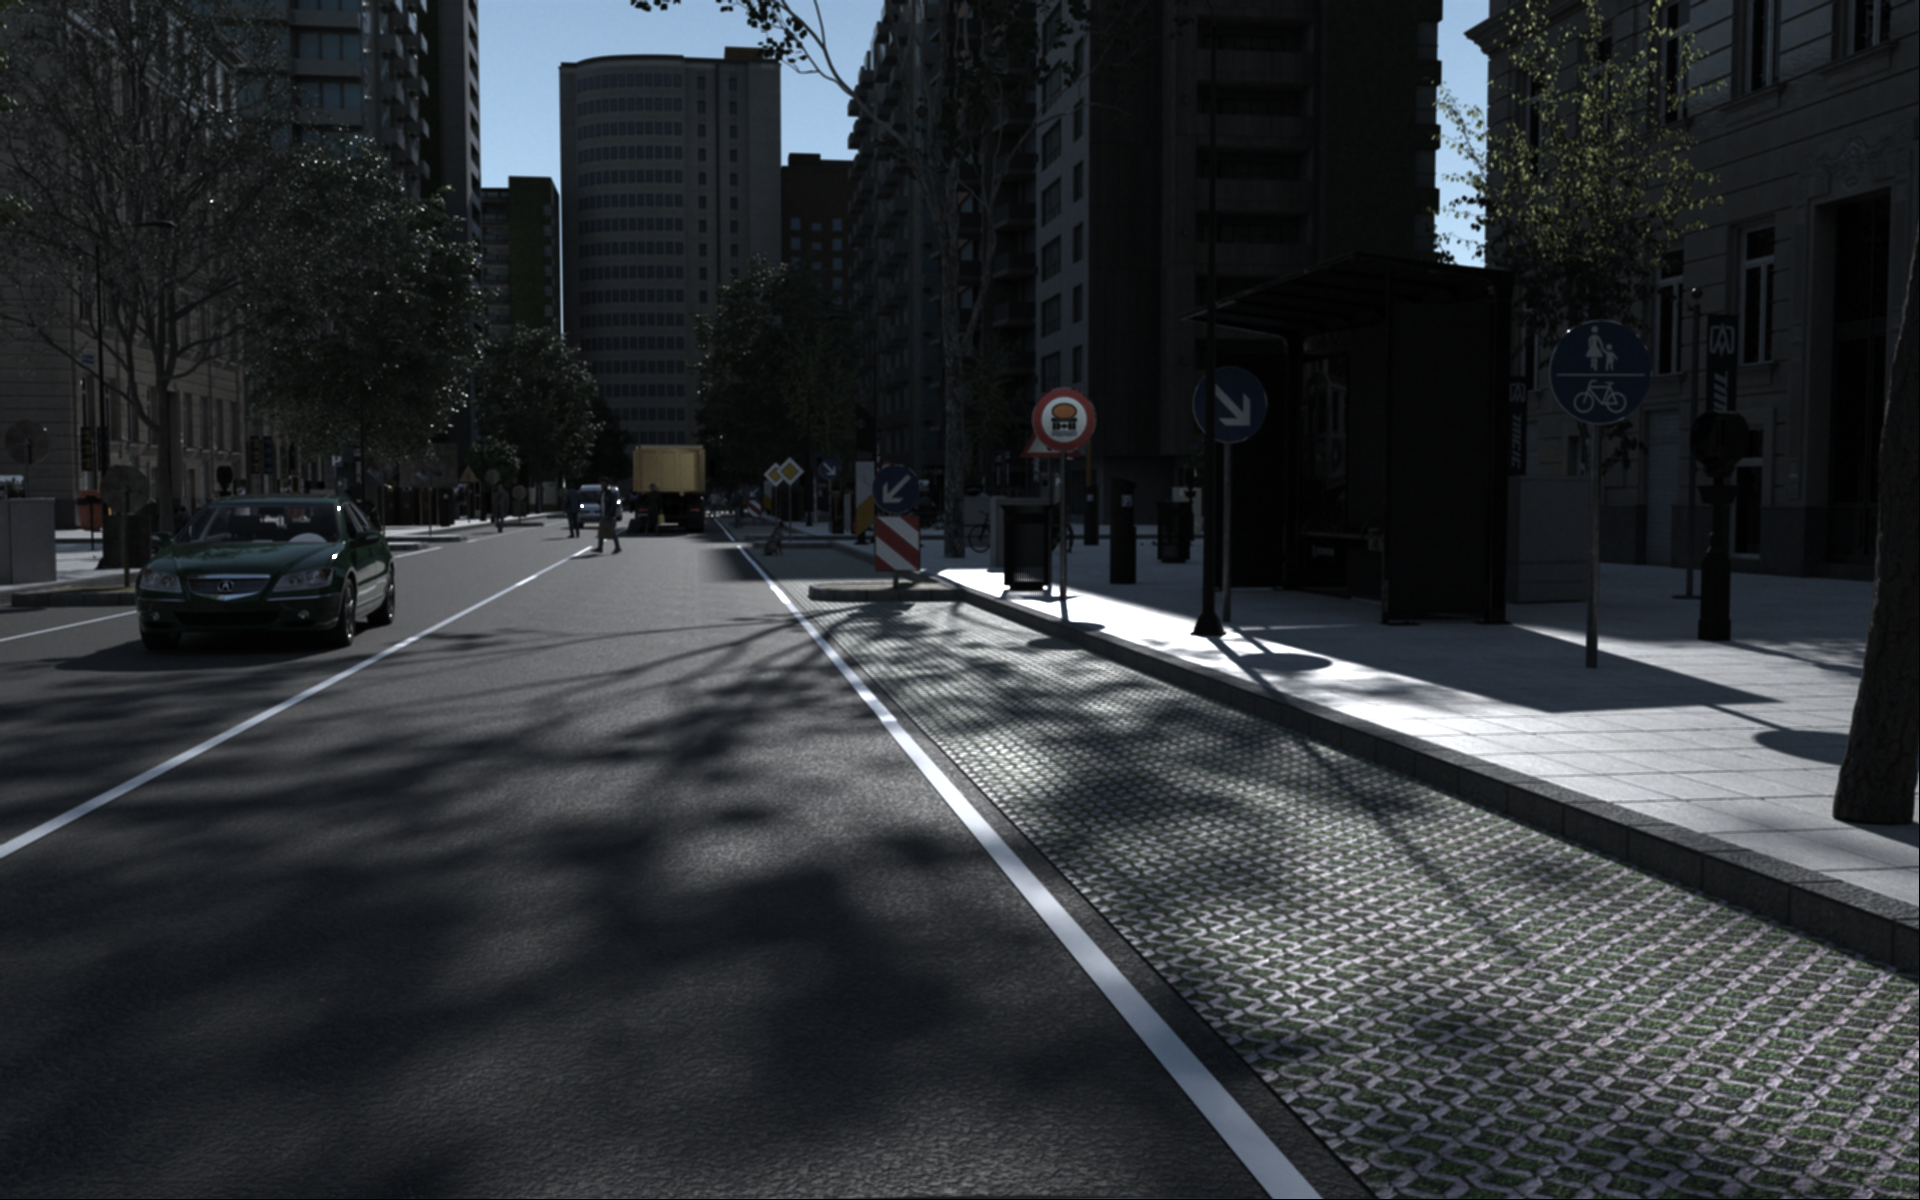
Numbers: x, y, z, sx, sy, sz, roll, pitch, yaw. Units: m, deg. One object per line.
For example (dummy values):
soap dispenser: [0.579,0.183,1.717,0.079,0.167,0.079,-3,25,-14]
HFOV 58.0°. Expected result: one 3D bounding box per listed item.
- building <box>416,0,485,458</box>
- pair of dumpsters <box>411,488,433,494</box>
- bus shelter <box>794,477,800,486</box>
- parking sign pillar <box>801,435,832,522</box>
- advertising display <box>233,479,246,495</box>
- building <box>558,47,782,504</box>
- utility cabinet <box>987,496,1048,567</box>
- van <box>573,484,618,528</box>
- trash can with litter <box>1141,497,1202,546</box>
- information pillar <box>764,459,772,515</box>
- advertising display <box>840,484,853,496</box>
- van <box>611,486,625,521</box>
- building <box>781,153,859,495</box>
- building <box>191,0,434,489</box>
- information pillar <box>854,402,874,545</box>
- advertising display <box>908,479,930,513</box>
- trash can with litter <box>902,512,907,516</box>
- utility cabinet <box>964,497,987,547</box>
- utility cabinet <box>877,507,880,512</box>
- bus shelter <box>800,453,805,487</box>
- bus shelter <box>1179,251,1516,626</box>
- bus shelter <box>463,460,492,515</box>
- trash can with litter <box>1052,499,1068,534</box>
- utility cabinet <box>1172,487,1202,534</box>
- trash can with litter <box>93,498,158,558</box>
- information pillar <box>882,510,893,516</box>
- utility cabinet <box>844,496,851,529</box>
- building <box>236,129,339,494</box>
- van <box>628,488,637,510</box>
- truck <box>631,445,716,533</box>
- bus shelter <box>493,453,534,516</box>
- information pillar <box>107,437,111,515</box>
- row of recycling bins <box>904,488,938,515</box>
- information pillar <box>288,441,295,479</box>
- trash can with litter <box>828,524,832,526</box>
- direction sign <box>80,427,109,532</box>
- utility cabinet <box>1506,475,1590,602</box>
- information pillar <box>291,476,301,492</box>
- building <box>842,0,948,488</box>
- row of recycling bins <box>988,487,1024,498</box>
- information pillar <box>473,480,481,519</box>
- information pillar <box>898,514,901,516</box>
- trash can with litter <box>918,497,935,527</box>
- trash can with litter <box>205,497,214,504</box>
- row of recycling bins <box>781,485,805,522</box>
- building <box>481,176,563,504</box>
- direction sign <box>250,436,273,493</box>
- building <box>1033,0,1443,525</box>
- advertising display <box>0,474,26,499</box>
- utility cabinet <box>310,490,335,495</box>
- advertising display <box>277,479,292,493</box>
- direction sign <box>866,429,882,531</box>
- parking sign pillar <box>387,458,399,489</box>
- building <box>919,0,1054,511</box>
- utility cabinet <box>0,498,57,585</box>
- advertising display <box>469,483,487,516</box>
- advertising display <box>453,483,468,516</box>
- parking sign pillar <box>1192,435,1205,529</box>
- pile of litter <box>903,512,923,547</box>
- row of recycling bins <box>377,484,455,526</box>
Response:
building: [-63.609,-38.785,176.141,28.212,58.520,21.231,-1,4,-9]
pair of dumpsters: [-25.592,-4.898,82.568,1.574,2.255,4.437,-1,4,-9]
bus shelter: [-11.715,-7.819,121.764,2.014,3.302,5.546,-1,4,-9]
parking sign pillar: [-6.590,-5.573,79.595,1.447,3.967,1.447,2,4,32]
advertising display: [-31.020,-4.246,74.629,0.123,1.923,0.974,0,4,2]
building: [-38.327,-42.122,230.696,28.212,58.520,21.231,-1,4,-9]
utility cabinet: [1.044,-1.190,30.616,1.020,1.237,0.306,-2,4,-24]
van: [-15.589,-4.094,73.946,2.013,2.044,4.112,-1,4,-8]
trash can with litter: [5.376,-1.982,43.465,1.678,1.210,2.233,0,4,7]
information pillar: [-11.707,-6.982,105.509,0.504,3.616,0.183,-2,4,-28]
advertising display: [-7.130,-6.364,109.262,0.974,1.923,0.123,-3,5,-43]
van: [-18.969,-5.245,92.767,2.013,2.044,4.112,-1,4,-10]
building: [-16.894,-35.543,231.241,14.200,45.320,14.600,-1,4,-9]
building: [-54.828,-31.694,137.803,23.786,49.044,30.456,-1,4,-9]
information pillar: [-2.422,-3.214,43.911,0.504,3.616,0.183,1,4,15]
advertising display: [-1.742,-4.142,72.930,0.974,1.923,0.123,-1,4,-10]
trash can with litter: [-3.219,-5.020,93.140,1.678,1.210,2.233,1,4,23]
utility cabinet: [0.253,-1.888,42.033,1.020,1.237,0.306,-1,4,-9]
utility cabinet: [-5.739,-6.901,121.505,1.173,1.500,0.318,-2,4,-33]
bus shelter: [-8.656,-6.733,101.366,1.731,3.624,6.357,-1,4,-9]
bus shelter: [4.195,-1.754,19.964,1.731,3.624,6.357,-1,4,-9]
bus shelter: [-29.764,-7.148,108.153,1.731,3.624,6.357,-1,4,-9]
trash can with litter: [2.932,-2.705,55.619,1.055,1.170,0.624,0,4,1]
utility cabinet: [7.298,-2.874,55.663,0.318,1.500,1.173,3,5,45]
trash can with litter: [-16.296,-1.473,35.145,2.233,1.210,1.678,1,4,22]
information pillar: [-2.358,-3.214,57.043,0.304,2.012,0.304,2,4,30]
utility cabinet: [-3.866,-3.172,63.019,1.020,1.237,0.306,1,4,20]
building: [-43.398,-15.579,96.513,13.314,21.916,24.055,-1,4,-9]
van: [-28.251,-9.129,153.638,2.240,2.365,5.245,-1,4,-9]
truck: [-11.270,-4.389,67.691,3.469,3.379,9.791,0,4,-8]
bus shelter: [-26.364,-6.814,102.691,1.731,3.624,6.357,-1,4,-9]
information pillar: [-30.371,-4.303,61.704,0.183,3.616,0.504,-1,4,-14]
row of recycling bins: [-2.925,-6.062,106.231,3.534,1.692,1.069,-2,4,-33]
information pillar: [-29.676,-5.236,76.955,0.183,3.616,0.504,0,4,1]
trash can with litter: [-4.704,-3.684,71.295,1.678,1.210,2.233,3,5,42]
direction sign: [-29.162,-4.064,58.436,0.876,3.537,0.379,0,4,-6]
utility cabinet: [6.970,-0.725,20.535,1.173,1.500,0.318,-2,4,-25]
information pillar: [-26.916,-4.021,70.241,0.304,2.012,0.304,-1,4,-11]
building: [0.109,-34.343,181.108,23.786,49.044,30.456,-1,4,-9]
row of recycling bins: [2.661,-5.567,98.128,1.069,1.692,3.534,2,4,29]
information pillar: [-24.903,-5.186,89.281,0.304,2.012,0.304,-2,4,-28]
information pillar: [-2.531,-3.990,69.724,0.304,2.012,0.304,-2,4,-24]
trash can with litter: [-1.371,-3.407,67.090,0.624,1.170,1.055,1,4,13]
trash can with litter: [-24.299,-2.789,56.980,1.055,1.170,0.624,0,4,2]
row of recycling bins: [-7.824,-4.605,82.407,1.069,1.692,3.534,0,4,4]
building: [-59.257,-33.104,224.837,14.086,41.232,14.154,-1,4,-9]
direction sign: [-27.240,-4.623,67.588,0.379,3.537,0.876,3,5,39]
building: [11.377,-18.563,75.200,14.107,30.474,14.160,-1,4,-9]
advertising display: [-30.145,-3.042,54.948,0.123,1.923,0.974,2,4,30]
utility cabinet: [-31.507,-4.711,85.709,1.173,1.500,0.318,-2,4,-28]
advertising display: [-28.238,-4.129,72.730,0.123,1.923,0.974,2,4,24]
direction sign: [-3.158,-4.171,60.195,0.876,3.537,0.379,0,4,-8]
parking sign pillar: [-30.898,-6.496,94.683,1.447,3.967,1.447,-3,5,-40]
building: [9.660,-28.303,117.376,22.147,44.769,28.867,-1,4,-9]
utility cabinet: [-13.512,-0.847,25.008,0.306,1.237,1.020,0,4,7]
advertising display: [-27.620,-5.772,99.579,0.974,1.923,0.123,1,4,20]
advertising display: [-28.773,-5.801,100.063,0.974,1.923,0.123,-1,4,-19]
parking sign pillar: [9.016,-4.616,63.946,1.447,3.967,1.447,2,4,33]
pile of litter: [-1.485,-1.739,42.403,1.176,0.858,1.719,0,4,-2]
row of recycling bins: [-22.596,-3.936,71.464,1.069,1.692,3.534,3,5,45]
